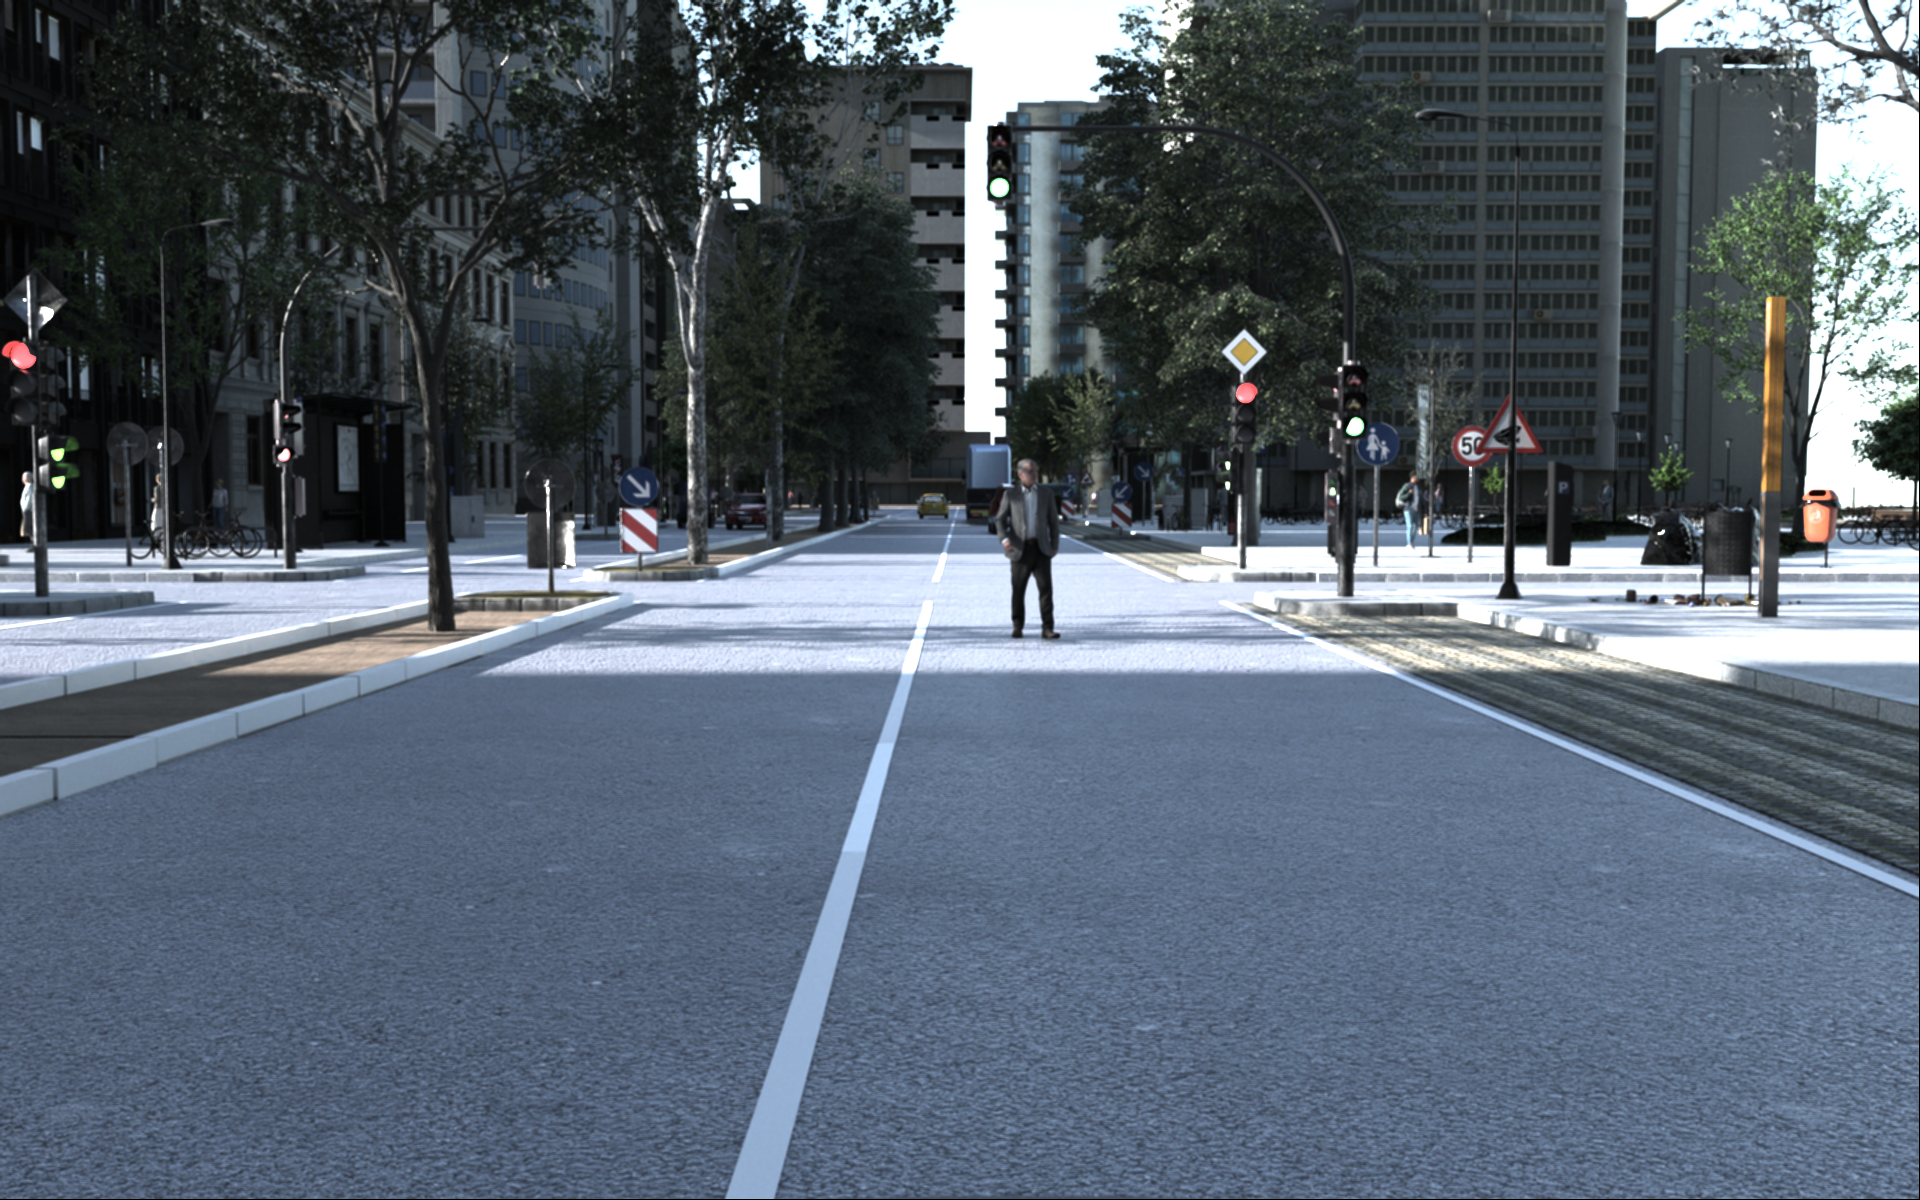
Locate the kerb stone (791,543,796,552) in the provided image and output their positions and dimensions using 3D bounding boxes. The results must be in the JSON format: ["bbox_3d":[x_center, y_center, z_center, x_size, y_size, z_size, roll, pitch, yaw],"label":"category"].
[{"bbox_3d":[-4.252,-1.272,42.997,0.120,0.150,1.000,0,3,0],"label":"kerb stone"}]

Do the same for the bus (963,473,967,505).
[{"bbox_3d":[1.890,-10.655,165.755,2.896,3.916,12.252,0,4,-2],"label":"bus"}]

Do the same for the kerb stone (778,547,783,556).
[{"bbox_3d":[-4.261,-1.082,39.918,0.120,0.150,1.000,0,3,0],"label":"kerb stone"}]

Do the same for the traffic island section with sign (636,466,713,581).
[{"bbox_3d":[-5.307,-1.296,29.323,2.006,1.907,1.989,0,3,0],"label":"traffic island section with sign"}]

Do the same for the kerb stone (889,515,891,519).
[{"bbox_3d":[-4.182,-4.720,99.368,0.120,0.150,1.000,0,3,0],"label":"kerb stone"}]

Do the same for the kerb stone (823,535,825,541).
[{"bbox_3d":[-4.241,-1.836,52.220,0.120,0.150,1.000,0,3,0],"label":"kerb stone"}]

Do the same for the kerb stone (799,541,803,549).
[{"bbox_3d":[-4.253,-1.397,45.042,0.120,0.150,1.000,0,3,0],"label":"kerb stone"}]

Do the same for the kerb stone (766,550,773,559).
[{"bbox_3d":[-4.265,-0.959,37.873,0.120,0.150,1.000,0,3,0],"label":"kerb stone"}]

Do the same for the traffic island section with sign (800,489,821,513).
[{"bbox_3d":[-11.043,-7.511,131.434,1.989,1.847,2.006,0,3,0],"label":"traffic island section with sign"}]

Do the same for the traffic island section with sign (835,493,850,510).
[{"bbox_3d":[-11.008,-9.160,158.389,1.989,1.847,2.006,0,3,0],"label":"traffic island section with sign"}]

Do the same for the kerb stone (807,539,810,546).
[{"bbox_3d":[-4.251,-1.521,47.086,0.120,0.150,1.000,0,3,0],"label":"kerb stone"}]

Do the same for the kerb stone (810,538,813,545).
[{"bbox_3d":[-4.252,-1.584,48.109,0.120,0.150,1.000,0,3,0],"label":"kerb stone"}]

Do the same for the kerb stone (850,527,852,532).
[{"bbox_3d":[-4.225,-2.588,64.514,0.120,0.150,1.000,0,3,0],"label":"kerb stone"}]

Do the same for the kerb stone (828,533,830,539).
[{"bbox_3d":[-4.243,-1.961,54.265,0.120,0.150,1.000,0,3,0],"label":"kerb stone"}]

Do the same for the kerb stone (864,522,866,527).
[{"bbox_3d":[-4.211,-3.148,73.743,0.120,0.150,1.000,0,3,0],"label":"kerb stone"}]

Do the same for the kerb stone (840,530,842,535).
[{"bbox_3d":[-4.226,-2.270,59.384,0.120,0.150,1.000,0,3,0],"label":"kerb stone"}]

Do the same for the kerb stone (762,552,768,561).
[{"bbox_3d":[-4.266,-0.895,36.851,0.120,0.150,1.000,0,3,0],"label":"kerb stone"}]

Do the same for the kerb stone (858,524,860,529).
[{"bbox_3d":[-4.211,-2.903,69.652,0.120,0.150,1.000,0,3,0],"label":"kerb stone"}]

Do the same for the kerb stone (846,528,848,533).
[{"bbox_3d":[-4.224,-2.463,62.464,0.120,0.150,1.000,0,3,0],"label":"kerb stone"}]

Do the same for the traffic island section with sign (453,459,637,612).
[{"bbox_3d":[-5.327,-0.843,21.916,2.006,1.907,1.989,0,3,0],"label":"traffic island section with sign"}]

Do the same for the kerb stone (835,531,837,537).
[{"bbox_3d":[-4.237,-2.149,57.339,0.120,0.150,1.000,0,3,0],"label":"kerb stone"}]

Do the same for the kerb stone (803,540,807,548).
[{"bbox_3d":[-4.250,-1.460,46.064,0.120,0.150,1.000,0,3,0],"label":"kerb stone"}]

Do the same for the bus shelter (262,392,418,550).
[{"bbox_3d":[-15.262,-3.164,43.012,1.731,3.624,6.357,0,3,0],"label":"bus shelter"}]

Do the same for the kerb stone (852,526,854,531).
[{"bbox_3d":[-4.218,-2.652,65.548,0.120,0.150,1.000,0,3,0],"label":"kerb stone"}]

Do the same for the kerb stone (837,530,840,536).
[{"bbox_3d":[-4.234,-2.212,58.361,0.120,0.150,1.000,0,3,0],"label":"kerb stone"}]

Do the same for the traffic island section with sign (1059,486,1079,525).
[{"bbox_3d":[4.912,-4.474,81.785,1.989,1.847,2.006,0,3,0],"label":"traffic island section with sign"}]

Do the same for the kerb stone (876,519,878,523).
[{"bbox_3d":[-4.199,-3.780,83.998,0.120,0.150,1.000,0,3,0],"label":"kerb stone"}]

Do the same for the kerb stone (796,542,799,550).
[{"bbox_3d":[-4.256,-1.331,44.020,0.120,0.150,1.000,0,3,0],"label":"kerb stone"}]

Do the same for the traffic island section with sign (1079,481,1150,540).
[{"bbox_3d":[4.878,-2.790,54.248,1.989,1.847,2.006,0,3,0],"label":"traffic island section with sign"}]

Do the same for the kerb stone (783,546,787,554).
[{"bbox_3d":[-4.262,-1.146,40.945,0.120,0.150,1.000,0,3,0],"label":"kerb stone"}]

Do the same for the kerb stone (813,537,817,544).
[{"bbox_3d":[-4.242,-1.648,49.135,0.120,0.150,1.000,0,3,0],"label":"kerb stone"}]

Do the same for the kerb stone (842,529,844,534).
[{"bbox_3d":[-4.235,-2.333,60.406,0.120,0.150,1.000,0,3,0],"label":"kerb stone"}]

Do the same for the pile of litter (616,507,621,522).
[{"bbox_3d":[-15.824,-4.049,80.170,1.176,0.858,1.719,0,4,5],"label":"pile of litter"}]

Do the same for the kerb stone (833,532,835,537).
[{"bbox_3d":[-4.234,-2.086,56.317,0.120,0.150,1.000,0,3,0],"label":"kerb stone"}]

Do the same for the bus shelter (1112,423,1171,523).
[{"bbox_3d":[8.334,-6.333,81.175,2.179,5.291,8.768,0,4,0],"label":"bus shelter"}]

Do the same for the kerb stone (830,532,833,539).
[{"bbox_3d":[-4.235,-2.023,55.295,0.120,0.150,1.000,0,3,0],"label":"kerb stone"}]

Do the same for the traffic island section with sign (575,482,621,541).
[{"bbox_3d":[-11.143,-2.792,54.279,1.989,1.847,2.006,0,3,0],"label":"traffic island section with sign"}]

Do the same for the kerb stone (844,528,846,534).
[{"bbox_3d":[-4.231,-2.400,61.438,0.120,0.150,1.000,0,3,0],"label":"kerb stone"}]

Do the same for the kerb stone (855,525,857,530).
[{"bbox_3d":[-4.223,-2.777,67.606,0.120,0.150,1.000,0,3,0],"label":"kerb stone"}]

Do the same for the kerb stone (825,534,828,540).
[{"bbox_3d":[-4.234,-1.899,53.243,0.120,0.150,1.000,0,3,0],"label":"kerb stone"}]

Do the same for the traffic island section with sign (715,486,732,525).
[{"bbox_3d":[-11.108,-4.494,82.103,1.989,1.847,2.006,0,3,0],"label":"traffic island section with sign"}]

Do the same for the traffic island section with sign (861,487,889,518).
[{"bbox_3d":[-5.218,-5.891,104.462,2.006,1.907,1.989,0,3,0],"label":"traffic island section with sign"}]

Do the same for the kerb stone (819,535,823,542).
[{"bbox_3d":[-4.239,-1.774,51.194,0.120,0.150,1.000,0,3,0],"label":"kerb stone"}]

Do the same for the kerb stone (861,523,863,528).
[{"bbox_3d":[-4.210,-3.026,71.697,0.120,0.150,1.000,0,3,0],"label":"kerb stone"}]

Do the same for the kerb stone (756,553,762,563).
[{"bbox_3d":[-4.265,-0.832,35.829,0.120,0.150,1.000,0,3,0],"label":"kerb stone"}]

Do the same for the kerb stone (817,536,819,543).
[{"bbox_3d":[-4.250,-1.710,50.169,0.120,0.150,1.000,0,3,0],"label":"kerb stone"}]

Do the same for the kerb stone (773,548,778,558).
[{"bbox_3d":[-4.265,-1.021,38.895,0.120,0.150,1.000,0,3,0],"label":"kerb stone"}]

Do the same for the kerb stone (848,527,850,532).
[{"bbox_3d":[-4.230,-2.525,63.486,0.120,0.150,1.000,0,3,0],"label":"kerb stone"}]

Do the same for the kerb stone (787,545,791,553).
[{"bbox_3d":[-4.260,-1.210,41.975,0.120,0.150,1.000,0,3,0],"label":"kerb stone"}]

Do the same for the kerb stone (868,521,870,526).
[{"bbox_3d":[-4.209,-3.341,76.820,0.120,0.150,1.000,0,3,0],"label":"kerb stone"}]
